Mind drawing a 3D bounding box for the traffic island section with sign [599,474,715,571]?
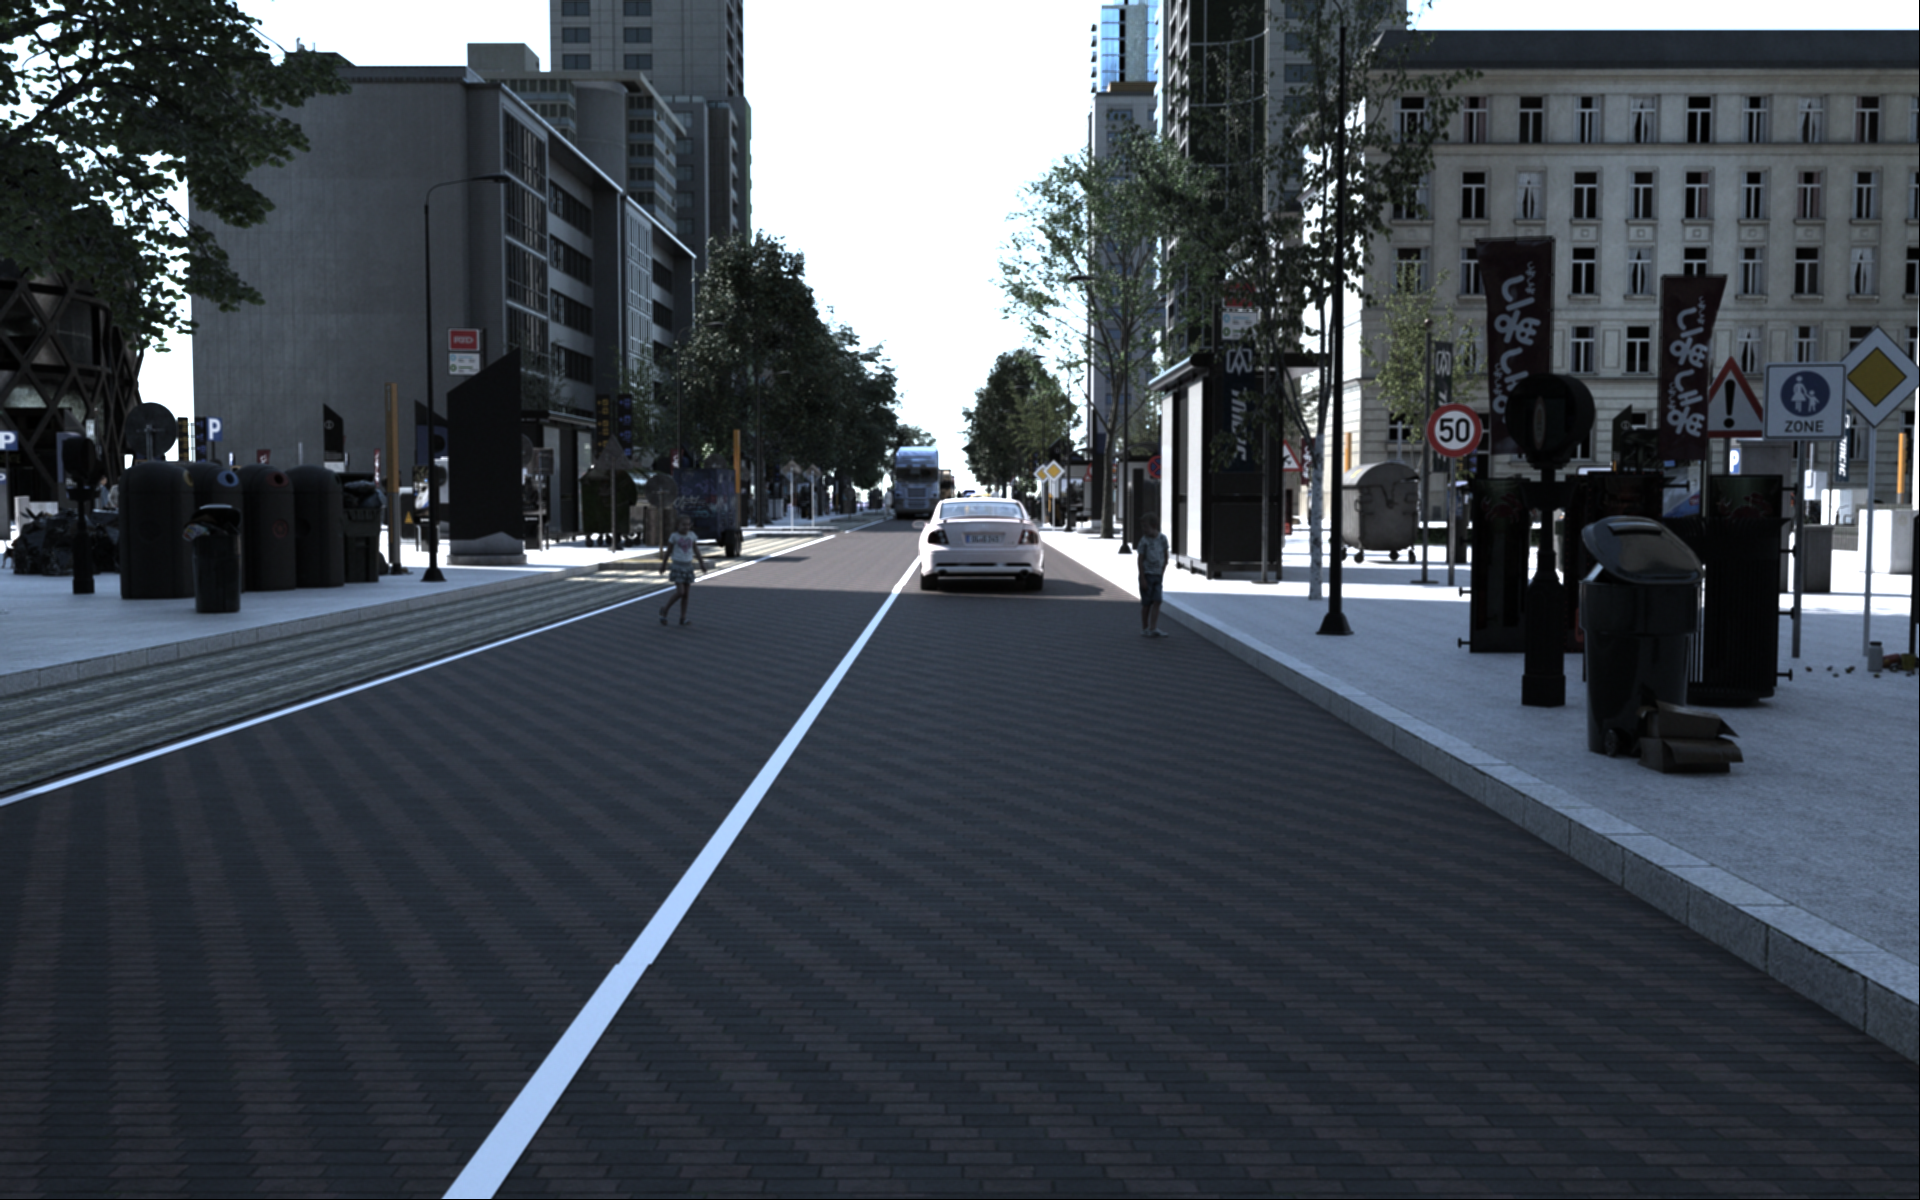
[{"bbox_3d":[-5.747,-1.500,33.148,1.989,1.847,2.006,0,4,0],"label":"traffic island section with sign"}]

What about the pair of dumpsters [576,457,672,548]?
[{"bbox_3d":[-8.480,-2.508,43.504,1.574,2.255,4.437,0,4,0],"label":"pair of dumpsters"}]

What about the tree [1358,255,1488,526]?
[{"bbox_3d":[14.096,-6.270,52.878,4.737,8.622,4.395,0,3,0],"label":"tree"}]

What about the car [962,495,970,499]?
[{"bbox_3d":[0.861,-7.706,138.569,1.945,1.354,3.894,0,4,1],"label":"car"}]

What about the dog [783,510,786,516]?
[{"bbox_3d":[-10.019,-4.988,99.290,0.550,0.427,0.748,2,4,34],"label":"dog"}]

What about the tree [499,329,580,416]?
[{"bbox_3d":[-18.705,-7.735,76.831,4.360,8.622,3.978,0,3,0],"label":"tree"}]

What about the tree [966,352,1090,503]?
[{"bbox_3d":[4.351,-10.915,112.866,8.767,10.594,7.601,1,4,9],"label":"tree"}]

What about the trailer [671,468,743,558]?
[{"bbox_3d":[-5.755,-1.921,38.463,1.471,1.999,3.904,0,4,1],"label":"trailer"}]

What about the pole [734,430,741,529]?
[{"bbox_3d":[-7.068,-3.736,54.930,0.158,3.312,0.155,0,3,0],"label":"pole"}]

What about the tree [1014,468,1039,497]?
[{"bbox_3d":[4.405,-6.856,106.703,1.663,3.219,1.824,0,3,0],"label":"tree"}]

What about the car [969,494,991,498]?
[{"bbox_3d":[1.141,-5.055,92.873,2.015,1.641,3.980,0,4,-2],"label":"car"}]

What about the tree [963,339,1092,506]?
[{"bbox_3d":[4.589,-12.913,128.131,9.611,12.733,9.660,0,3,0],"label":"tree"}]

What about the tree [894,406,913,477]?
[{"bbox_3d":[-7.494,-14.534,172.046,7.601,10.594,8.767,-2,4,-33],"label":"tree"}]

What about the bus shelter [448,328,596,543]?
[{"bbox_3d":[-11.262,-4.096,44.601,2.179,5.291,8.768,0,4,0],"label":"bus shelter"}]

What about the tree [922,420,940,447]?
[{"bbox_3d":[-8.229,-23.853,296.654,9.857,13.997,8.962,0,3,0],"label":"tree"}]

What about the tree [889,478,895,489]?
[{"bbox_3d":[-7.904,-14.412,230.237,1.663,3.219,1.824,0,3,0],"label":"tree"}]

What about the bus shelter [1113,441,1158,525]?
[{"bbox_3d":[7.270,-4.614,69.370,2.014,3.302,5.546,0,4,0],"label":"bus shelter"}]

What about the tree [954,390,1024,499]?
[{"bbox_3d":[4.527,-16.836,181.929,9.857,13.997,8.962,0,3,0],"label":"tree"}]

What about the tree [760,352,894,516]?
[{"bbox_3d":[-8.498,-10.195,101.103,7.601,10.594,8.767,0,4,8],"label":"tree"}]

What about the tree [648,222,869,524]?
[{"bbox_3d":[-8.607,-9.571,73.486,9.611,12.733,9.660,0,3,0],"label":"tree"}]

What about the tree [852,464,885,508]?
[{"bbox_3d":[-8.321,-10.468,154.867,4.285,4.588,4.351,0,3,0],"label":"tree"}]

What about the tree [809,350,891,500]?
[{"bbox_3d":[-9.057,-13.348,136.361,7.486,12.596,7.792,0,3,0],"label":"tree"}]

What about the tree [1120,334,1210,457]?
[{"bbox_3d":[10.667,-7.867,78.988,4.737,8.622,4.395,0,3,0],"label":"tree"}]

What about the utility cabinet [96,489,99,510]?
[{"bbox_3d":[-41.405,-4.513,82.465,1.173,1.500,0.318,1,4,10],"label":"utility cabinet"}]

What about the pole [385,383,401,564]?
[{"bbox_3d":[-10.424,-2.323,31.831,0.158,3.312,0.155,0,3,0],"label":"pole"}]

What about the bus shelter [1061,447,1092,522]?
[{"bbox_3d":[5.525,-5.127,77.756,2.014,3.302,5.546,0,4,0],"label":"bus shelter"}]

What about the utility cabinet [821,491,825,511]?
[{"bbox_3d":[-10.523,-7.264,127.438,1.173,1.500,0.318,2,4,24],"label":"utility cabinet"}]

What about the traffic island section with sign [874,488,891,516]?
[{"bbox_3d":[-5.516,-6.560,115.880,1.989,1.847,2.006,0,4,0],"label":"traffic island section with sign"}]

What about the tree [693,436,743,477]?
[{"bbox_3d":[-8.207,-3.841,57.403,1.663,3.219,1.824,0,3,0],"label":"tree"}]

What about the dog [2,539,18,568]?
[{"bbox_3d":[-16.450,-0.810,30.079,0.540,0.507,0.406,0,4,3],"label":"dog"}]

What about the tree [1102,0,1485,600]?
[{"bbox_3d":[4.143,-4.317,20.942,4.360,8.622,3.978,0,3,0],"label":"tree"}]

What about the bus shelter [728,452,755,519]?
[{"bbox_3d":[-11.663,-6.673,86.736,2.179,5.291,8.768,0,4,0],"label":"bus shelter"}]

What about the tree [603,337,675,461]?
[{"bbox_3d":[-15.237,-8.043,81.865,4.737,8.622,4.395,0,3,0],"label":"tree"}]

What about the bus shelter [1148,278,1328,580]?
[{"bbox_3d":[4.503,-3.201,29.975,2.179,5.291,8.768,0,4,0],"label":"bus shelter"}]

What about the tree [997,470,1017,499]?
[{"bbox_3d":[4.134,-12.857,160.574,4.360,8.622,3.978,0,3,0],"label":"tree"}]

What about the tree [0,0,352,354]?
[{"bbox_3d":[-8.803,-5.917,14.865,7.486,12.596,7.792,0,3,0],"label":"tree"}]

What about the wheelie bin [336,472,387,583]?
[{"bbox_3d":[-8.791,-1.058,25.200,0.980,1.594,0.693,-3,5,-43],"label":"wheelie bin"}]

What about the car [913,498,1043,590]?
[{"bbox_3d":[0.295,-0.912,27.276,2.083,1.381,4.827,0,4,-1],"label":"car"}]

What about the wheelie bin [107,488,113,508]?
[{"bbox_3d":[-42.941,-4.826,86.806,0.980,1.594,0.693,0,4,-1],"label":"wheelie bin"}]

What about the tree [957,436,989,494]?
[{"bbox_3d":[4.535,-22.153,272.563,12.009,13.543,11.850,0,3,0],"label":"tree"}]

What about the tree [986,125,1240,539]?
[{"bbox_3d":[4.347,-7.543,49.089,9.928,11.665,9.643,0,3,0],"label":"tree"}]

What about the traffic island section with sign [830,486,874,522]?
[{"bbox_3d":[-5.589,-4.896,88.684,1.989,1.847,2.006,0,4,0],"label":"traffic island section with sign"}]

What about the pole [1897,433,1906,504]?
[{"bbox_3d":[31.506,-3.922,57.976,0.158,3.312,0.155,0,3,0],"label":"pole"}]

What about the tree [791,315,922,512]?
[{"bbox_3d":[-8.194,-13.192,122.346,9.857,13.997,8.962,0,3,0],"label":"tree"}]

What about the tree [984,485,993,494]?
[{"bbox_3d":[4.922,-18.005,288.978,1.663,3.219,1.824,0,3,0],"label":"tree"}]

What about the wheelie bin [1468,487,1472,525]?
[{"bbox_3d":[20.964,-3.938,72.299,0.980,1.594,0.693,0,4,-8],"label":"wheelie bin"}]

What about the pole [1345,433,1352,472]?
[{"bbox_3d":[12.914,-3.904,57.679,0.158,3.312,0.155,0,3,0],"label":"pole"}]

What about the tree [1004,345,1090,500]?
[{"bbox_3d":[4.332,-8.224,84.826,4.737,8.622,4.395,0,3,0],"label":"tree"}]

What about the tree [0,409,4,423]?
[{"bbox_3d":[-22.171,-3.255,36.931,4.285,4.588,4.351,0,3,0],"label":"tree"}]

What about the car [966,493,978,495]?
[{"bbox_3d":[1.095,-8.284,145.038,1.945,1.707,3.694,0,4,0],"label":"car"}]

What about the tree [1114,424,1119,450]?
[{"bbox_3d":[14.265,-11.486,138.160,4.737,8.622,4.395,0,3,0],"label":"tree"}]
